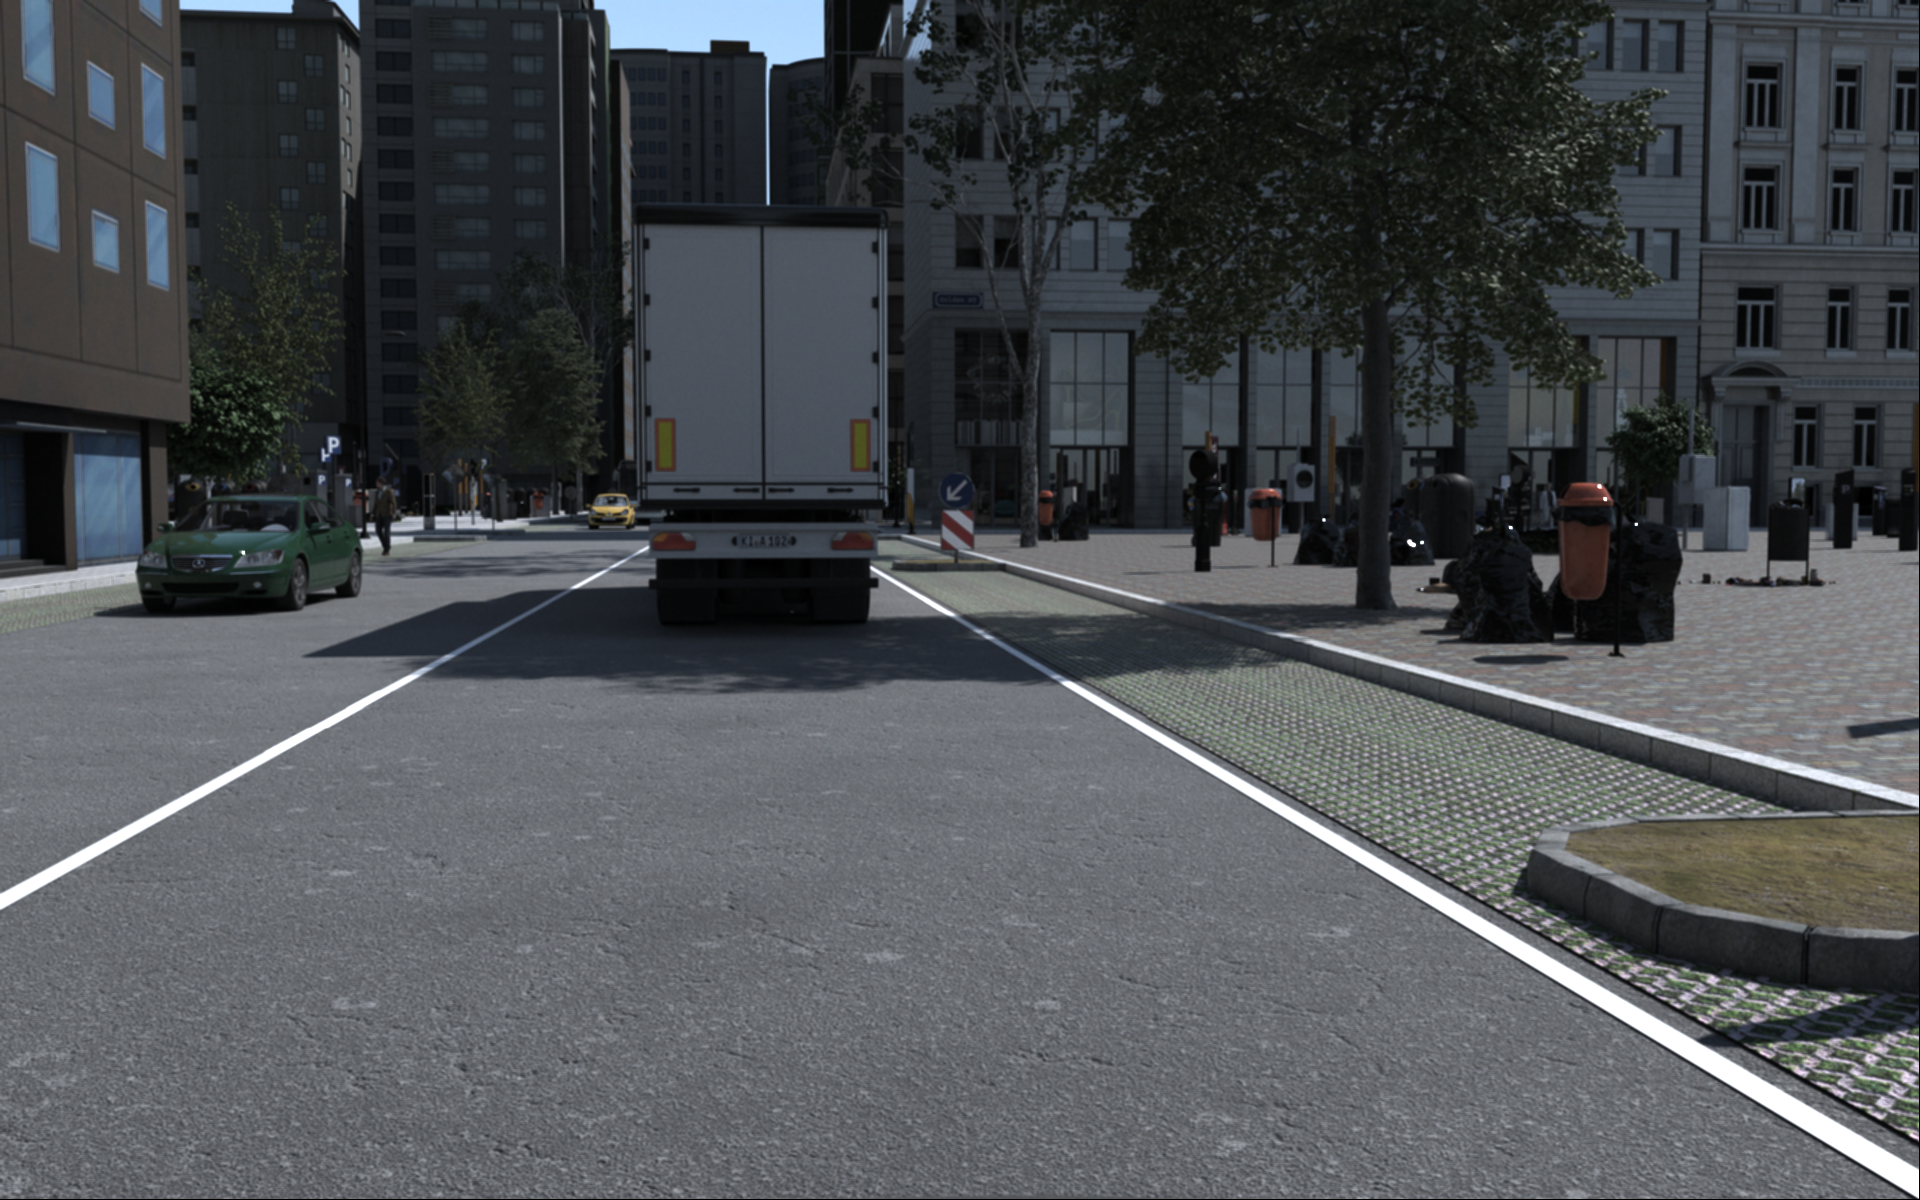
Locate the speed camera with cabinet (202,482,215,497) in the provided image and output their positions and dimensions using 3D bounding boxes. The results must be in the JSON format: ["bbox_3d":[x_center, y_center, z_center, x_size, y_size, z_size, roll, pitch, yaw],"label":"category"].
[{"bbox_3d":[-35.794,-5.354,81.872,2.038,3.252,0.660,2,4,33],"label":"speed camera with cabinet"}]

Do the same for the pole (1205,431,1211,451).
[{"bbox_3d":[8.084,-3.829,56.450,0.158,3.312,0.155,0,3,0],"label":"pole"}]

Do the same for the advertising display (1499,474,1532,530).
[{"bbox_3d":[17.388,-3.000,54.261,0.974,1.923,0.123,1,4,11],"label":"advertising display"}]

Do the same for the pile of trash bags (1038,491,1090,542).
[{"bbox_3d":[2.589,-2.333,47.900,1.912,1.369,3.447,1,4,10],"label":"pile of trash bags"}]

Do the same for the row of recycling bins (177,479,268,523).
[{"bbox_3d":[-20.114,-2.526,48.406,3.534,1.692,1.069,0,4,0],"label":"row of recycling bins"}]

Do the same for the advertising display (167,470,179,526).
[{"bbox_3d":[-21.120,-2.478,45.735,0.974,1.923,0.123,1,4,8],"label":"advertising display"}]

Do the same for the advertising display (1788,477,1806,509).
[{"bbox_3d":[32.166,-3.754,66.584,0.974,1.923,0.123,-2,4,-33],"label":"advertising display"}]

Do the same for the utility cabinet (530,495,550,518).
[{"bbox_3d":[-22.943,-5.106,94.648,1.020,1.237,0.306,-2,4,-26],"label":"utility cabinet"}]

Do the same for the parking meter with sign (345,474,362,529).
[{"bbox_3d":[-23.173,-4.199,64.922,1.738,3.016,0.543,2,4,27],"label":"parking meter with sign"}]

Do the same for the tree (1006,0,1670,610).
[{"bbox_3d":[4.245,-6.168,18.969,7.486,12.596,7.792,0,3,0],"label":"tree"}]

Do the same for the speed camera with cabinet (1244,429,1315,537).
[{"bbox_3d":[9.627,-3.536,52.154,2.038,3.252,0.660,-1,4,-14],"label":"speed camera with cabinet"}]

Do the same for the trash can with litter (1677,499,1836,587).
[{"bbox_3d":[11.338,-0.830,24.631,2.233,1.210,1.678,1,4,18],"label":"trash can with litter"}]

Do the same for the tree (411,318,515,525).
[{"bbox_3d":[-20.359,-7.429,71.831,4.737,8.622,4.395,0,3,0],"label":"tree"}]

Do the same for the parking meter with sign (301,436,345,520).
[{"bbox_3d":[-19.531,-3.435,52.425,1.738,3.016,0.543,2,4,30],"label":"parking meter with sign"}]

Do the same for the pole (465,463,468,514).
[{"bbox_3d":[-32.206,-7.283,112.924,0.158,3.312,0.155,0,3,0],"label":"pole"}]

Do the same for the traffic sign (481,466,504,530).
[{"bbox_3d":[-16.479,-3.516,61.127,0.795,2.450,0.064,0,4,-7],"label":"traffic sign"}]

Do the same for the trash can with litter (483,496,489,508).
[{"bbox_3d":[-28.661,-5.746,105.342,1.055,1.170,0.624,1,4,11],"label":"trash can with litter"}]

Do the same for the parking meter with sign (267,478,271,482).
[{"bbox_3d":[-32.985,-5.342,83.605,0.543,3.016,1.738,3,5,41],"label":"parking meter with sign"}]

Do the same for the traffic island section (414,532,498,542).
[{"bbox_3d":[-15.521,-1.895,53.261,2.009,0.180,2.903,0,4,-7],"label":"traffic island section"}]

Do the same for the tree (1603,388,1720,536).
[{"bbox_3d":[21.785,-4.289,53.831,4.285,4.588,4.351,0,3,0],"label":"tree"}]

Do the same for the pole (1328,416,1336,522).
[{"bbox_3d":[9.762,-3.158,45.484,0.158,3.312,0.155,0,3,0],"label":"pole"}]

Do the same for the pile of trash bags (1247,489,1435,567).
[{"bbox_3d":[6.716,-1.311,31.195,3.447,1.369,1.912,-1,4,-22],"label":"pile of trash bags"}]

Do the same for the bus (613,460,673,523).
[{"bbox_3d":[-14.725,-5.451,83.976,2.948,3.499,13.247,0,4,-6],"label":"bus"}]

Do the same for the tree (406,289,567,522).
[{"bbox_3d":[-21.524,-8.868,79.411,7.601,10.594,8.767,0,4,-2],"label":"tree"}]

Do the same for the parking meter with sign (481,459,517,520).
[{"bbox_3d":[-22.868,-5.489,86.007,0.543,3.016,1.738,3,5,40],"label":"parking meter with sign"}]

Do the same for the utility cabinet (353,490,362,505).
[{"bbox_3d":[-29.831,-4.739,86.164,0.318,1.500,1.173,0,4,4],"label":"utility cabinet"}]

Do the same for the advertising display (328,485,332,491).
[{"bbox_3d":[-45.787,-7.428,126.667,0.974,1.923,0.123,2,4,25],"label":"advertising display"}]

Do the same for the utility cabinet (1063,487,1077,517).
[{"bbox_3d":[3.349,-2.704,52.896,0.318,1.500,1.173,1,4,9],"label":"utility cabinet"}]

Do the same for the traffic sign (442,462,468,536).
[{"bbox_3d":[-15.499,-3.031,53.202,0.795,2.450,0.064,0,4,-7],"label":"traffic sign"}]

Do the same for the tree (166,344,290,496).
[{"bbox_3d":[-16.294,-3.313,37.888,4.285,4.588,4.351,0,3,0],"label":"tree"}]

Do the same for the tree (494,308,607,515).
[{"bbox_3d":[-25.226,-11.491,105.999,7.486,12.596,7.792,0,3,0],"label":"tree"}]

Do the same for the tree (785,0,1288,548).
[{"bbox_3d":[2.175,-11.414,42.503,12.611,20.169,13.585,0,3,0],"label":"tree"}]

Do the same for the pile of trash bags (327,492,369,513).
[{"bbox_3d":[-25.344,-3.640,69.265,3.447,1.369,1.912,0,4,2],"label":"pile of trash bags"}]

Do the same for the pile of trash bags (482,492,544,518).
[{"bbox_3d":[-23.687,-5.060,92.483,1.912,1.369,3.447,3,4,38],"label":"pile of trash bags"}]

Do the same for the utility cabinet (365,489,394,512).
[{"bbox_3d":[-27.149,-4.436,81.201,1.173,1.500,0.318,1,4,14],"label":"utility cabinet"}]

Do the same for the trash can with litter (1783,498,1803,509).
[{"bbox_3d":[24.001,-2.364,50.038,0.624,1.170,1.055,2,4,26],"label":"trash can with litter"}]

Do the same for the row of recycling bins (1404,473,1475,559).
[{"bbox_3d":[9.970,-1.765,35.970,1.069,1.692,3.534,0,4,4],"label":"row of recycling bins"}]

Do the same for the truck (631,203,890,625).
[{"bbox_3d":[-2.551,-2.047,22.390,2.839,4.237,11.283,0,4,-7],"label":"truck"}]

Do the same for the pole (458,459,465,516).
[{"bbox_3d":[-28.676,-6.451,99.321,0.158,3.312,0.155,0,3,0],"label":"pole"}]

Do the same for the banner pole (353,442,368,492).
[{"bbox_3d":[-28.766,-5.684,82.950,0.863,3.779,0.401,1,4,14],"label":"banner pole"}]

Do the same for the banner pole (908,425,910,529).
[{"bbox_3d":[-1.767,-4.465,63.018,0.401,3.779,0.863,1,4,9],"label":"banner pole"}]

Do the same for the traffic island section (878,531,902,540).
[{"bbox_3d":[-2.974,-1.989,54.803,2.009,0.180,2.903,0,4,-7],"label":"traffic island section"}]

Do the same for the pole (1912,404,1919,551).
[{"bbox_3d":[21.696,-2.781,39.305,0.158,3.312,0.155,0,3,0],"label":"pole"}]

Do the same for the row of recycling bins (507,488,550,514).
[{"bbox_3d":[-27.493,-6.271,109.649,1.069,1.692,3.534,3,5,42],"label":"row of recycling bins"}]

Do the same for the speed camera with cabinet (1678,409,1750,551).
[{"bbox_3d":[17.298,-2.776,39.728,0.660,3.252,2.038,-1,4,-8],"label":"speed camera with cabinet"}]

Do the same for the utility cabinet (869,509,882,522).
[{"bbox_3d":[-3.913,-4.226,80.258,0.306,1.237,1.020,-2,4,-26],"label":"utility cabinet"}]

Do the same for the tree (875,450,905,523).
[{"bbox_3d":[-3.091,-4.974,75.929,1.663,3.219,1.824,0,3,0],"label":"tree"}]

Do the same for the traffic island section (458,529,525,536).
[{"bbox_3d":[-16.502,-2.380,61.186,2.009,0.180,2.903,0,4,-7],"label":"traffic island section"}]

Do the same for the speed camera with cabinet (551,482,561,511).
[{"bbox_3d":[-31.515,-8.433,132.212,2.038,3.252,0.660,0,4,-5],"label":"speed camera with cabinet"}]

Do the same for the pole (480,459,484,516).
[{"bbox_3d":[-27.796,-6.531,100.624,0.158,3.312,0.155,0,3,0],"label":"pole"}]

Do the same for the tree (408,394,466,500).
[{"bbox_3d":[-38.579,-10.813,127.155,4.360,8.622,3.978,0,3,0],"label":"tree"}]

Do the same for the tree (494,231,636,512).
[{"bbox_3d":[-25.560,-16.320,122.719,12.611,20.169,13.585,0,3,0],"label":"tree"}]

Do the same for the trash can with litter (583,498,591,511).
[{"bbox_3d":[-28.322,-7.267,130.205,1.055,1.170,0.624,-3,5,-43],"label":"trash can with litter"}]

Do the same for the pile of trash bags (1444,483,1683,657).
[{"bbox_3d":[5.293,-0.328,15.114,1.912,1.369,3.447,1,4,13],"label":"pile of trash bags"}]

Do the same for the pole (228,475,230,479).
[{"bbox_3d":[-41.298,-6.364,97.902,0.158,3.312,0.155,0,3,0],"label":"pole"}]

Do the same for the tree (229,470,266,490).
[{"bbox_3d":[-33.348,-5.311,81.435,1.663,3.219,1.824,0,3,0],"label":"tree"}]

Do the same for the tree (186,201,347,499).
[{"bbox_3d":[-17.123,-5.675,43.144,4.737,8.622,4.395,0,3,0],"label":"tree"}]
